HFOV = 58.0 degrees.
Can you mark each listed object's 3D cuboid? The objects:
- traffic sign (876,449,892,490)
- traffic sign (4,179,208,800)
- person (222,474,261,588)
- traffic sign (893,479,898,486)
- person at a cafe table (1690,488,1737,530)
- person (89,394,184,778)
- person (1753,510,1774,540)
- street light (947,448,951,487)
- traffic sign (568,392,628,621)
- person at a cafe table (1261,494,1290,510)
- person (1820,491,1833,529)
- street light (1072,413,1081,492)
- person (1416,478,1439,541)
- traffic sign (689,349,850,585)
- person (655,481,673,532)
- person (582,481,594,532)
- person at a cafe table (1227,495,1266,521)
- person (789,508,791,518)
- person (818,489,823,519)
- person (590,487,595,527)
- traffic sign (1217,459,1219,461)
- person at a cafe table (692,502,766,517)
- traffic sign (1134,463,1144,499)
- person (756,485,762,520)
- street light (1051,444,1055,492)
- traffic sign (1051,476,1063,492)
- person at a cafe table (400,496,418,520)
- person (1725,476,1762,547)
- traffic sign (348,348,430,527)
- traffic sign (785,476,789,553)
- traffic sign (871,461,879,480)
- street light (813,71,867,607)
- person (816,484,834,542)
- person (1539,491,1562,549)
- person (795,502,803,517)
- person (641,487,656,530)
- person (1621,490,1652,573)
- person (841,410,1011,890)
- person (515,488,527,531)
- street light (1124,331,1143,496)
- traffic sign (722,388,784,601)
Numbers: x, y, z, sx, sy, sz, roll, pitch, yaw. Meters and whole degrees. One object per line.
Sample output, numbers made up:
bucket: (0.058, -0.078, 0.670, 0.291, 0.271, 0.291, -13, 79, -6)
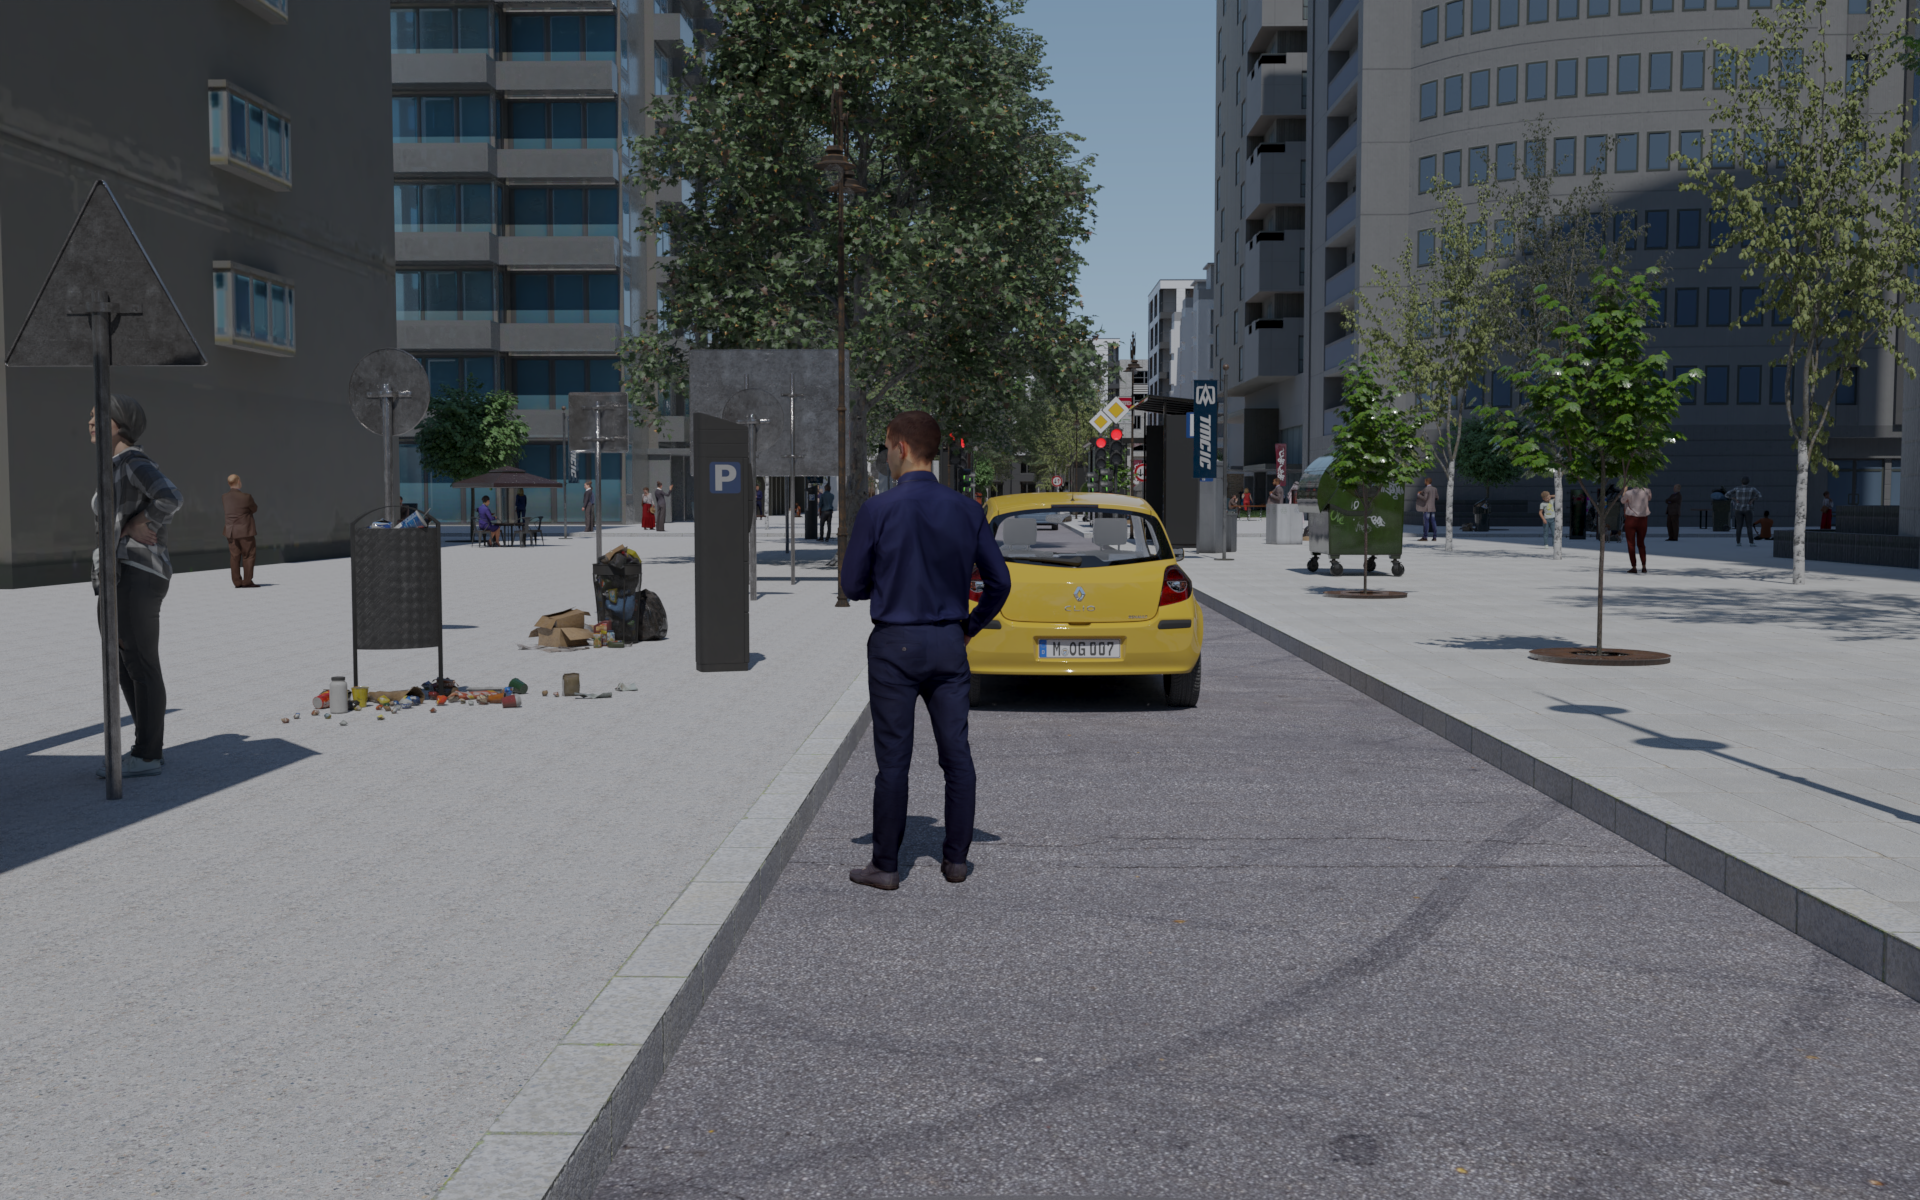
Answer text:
traffic sign: (-2.025, -3.007, 49.263, 0.768, 2.556, 0.104, 0, 4, 7)
traffic sign: (-3.557, -0.441, 7.210, 0.884, 2.594, 0.081, 0, 4, 6)
person: (-9.847, -0.940, 23.674, 0.482, 1.546, 0.388, 1, 4, 13)
traffic sign: (-2.298, -3.724, 63.022, 0.606, 2.300, 0.079, 0, 4, 8)
person at a cafe table: (27.812, -3.351, 63.296, 1.698, 1.524, 1.622, 0, 4, 8)
person: (-3.782, -0.072, 7.941, 0.376, 1.734, 0.841, -2, 4, -28)
person: (22.366, -2.073, 48.226, 0.859, 0.850, 0.655, 1, 4, 10)
street light: (-0.371, -5.227, 58.248, 0.468, 5.910, 1.993, 0, 4, 1)
traffic sign: (-3.634, -0.935, 17.424, 0.606, 2.300, 0.079, 0, 4, 5)
person at a cafe table: (17.964, -5.510, 98.597, 1.622, 1.524, 1.698, 1, 4, 11)
person: (27.600, -2.703, 55.162, 0.387, 1.526, 0.523, 1, 4, 20)
street light: (5.956, -7.078, 88.515, 0.468, 5.910, 1.993, 0, 4, 1)
person: (12.705, -2.462, 47.112, 0.655, 1.722, 0.431, -2, 4, -30)
traffic sign: (-2.683, -1.867, 24.402, 2.265, 3.308, 0.079, 0, 4, 2)
person: (-10.113, -3.207, 59.277, 0.742, 1.727, 0.445, 1, 4, 13)
person: (-12.635, -3.161, 58.525, 0.445, 1.727, 0.742, -2, 4, -29)
person at a cafe table: (13.622, -4.447, 83.573, 1.726, 1.238, 1.698, 3, 5, 41)
person: (-9.006, -4.635, 92.295, 0.381, 0.543, 0.357, 1, 4, 17)
person: (-7.233, -4.975, 89.592, 0.471, 1.553, 0.569, 3, 5, 45)
person: (-14.305, -3.605, 67.049, 0.319, 1.574, 0.516, 1, 4, 9)
traffic sign: (7.218, -3.106, 50.508, 0.795, 2.593, 0.064, 1, 4, 8)
person at a cafe table: (-6.231, -2.261, 45.488, 1.622, 1.524, 1.698, -3, 4, -39)
traffic sign: (7.605, -4.392, 71.907, 0.768, 2.556, 0.104, 0, 4, 7)
person: (-10.046, -4.827, 85.667, 0.576, 1.737, 0.504, 1, 4, 13)
street light: (7.059, -9.692, 131.244, 0.468, 5.910, 1.993, 0, 4, 1)
traffic sign: (6.706, -7.321, 119.802, 0.768, 2.556, 0.104, 0, 4, 6)
person at a cafe table: (-13.015, -1.745, 39.397, 1.698, 1.238, 1.726, 1, 4, 18)
person: (19.237, -2.184, 42.482, 0.841, 1.734, 0.376, 3, 5, 41)
traffic sign: (-4.982, -0.917, 15.105, 0.768, 2.556, 0.104, 1, 4, 11)
traffic sign: (-3.737, -2.281, 37.399, 0.768, 2.556, 0.104, 0, 4, 5)
traffic sign: (-2.908, -3.889, 63.686, 0.768, 2.556, 0.104, 0, 4, 5)
street light: (-1.337, -2.859, 19.532, 0.468, 5.910, 1.993, 0, 4, 1)
person: (-3.621, -2.343, 46.564, 0.499, 1.552, 0.429, 0, 4, -7)
person: (13.776, -1.862, 40.397, 0.435, 1.345, 0.340, -1, 4, -14)
person: (-8.986, -4.934, 94.999, 0.655, 0.850, 0.859, -1, 4, -18)
person: (-11.124, -3.258, 61.772, 0.523, 1.526, 0.387, -2, 4, -30)
person: (10.960, -1.262, 28.129, 0.517, 1.644, 0.566, 3, 5, 43)
person: (-0.167, 0.169, 6.434, 0.576, 1.737, 0.504, -2, 4, -32)
person: (-15.020, -3.107, 59.385, 0.613, 1.512, 0.480, 3, 5, 44)
street light: (4.908, -4.680, 49.308, 0.468, 5.910, 1.993, 0, 4, 1)
traffic sign: (-2.490, -1.266, 20.799, 0.768, 2.556, 0.104, 0, 4, 7)
